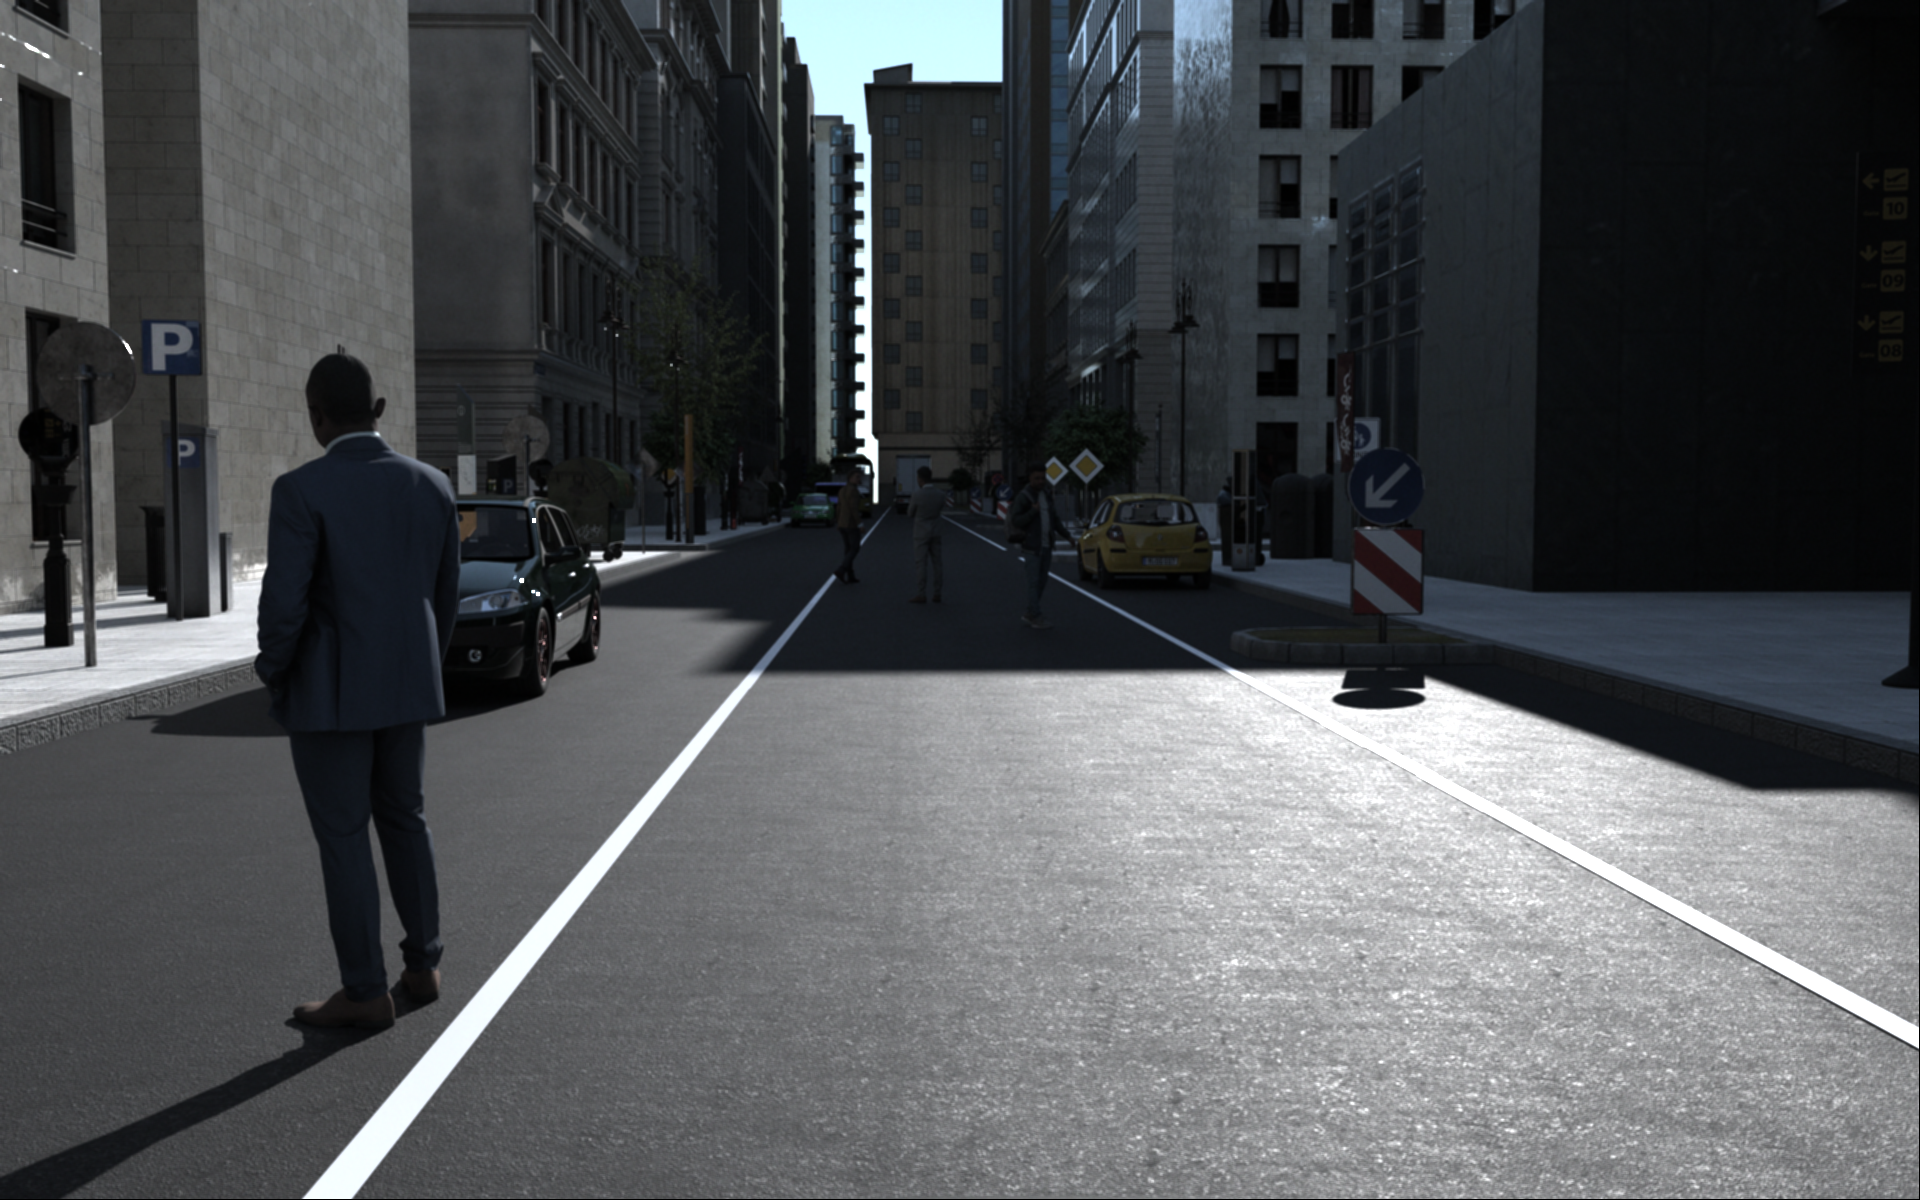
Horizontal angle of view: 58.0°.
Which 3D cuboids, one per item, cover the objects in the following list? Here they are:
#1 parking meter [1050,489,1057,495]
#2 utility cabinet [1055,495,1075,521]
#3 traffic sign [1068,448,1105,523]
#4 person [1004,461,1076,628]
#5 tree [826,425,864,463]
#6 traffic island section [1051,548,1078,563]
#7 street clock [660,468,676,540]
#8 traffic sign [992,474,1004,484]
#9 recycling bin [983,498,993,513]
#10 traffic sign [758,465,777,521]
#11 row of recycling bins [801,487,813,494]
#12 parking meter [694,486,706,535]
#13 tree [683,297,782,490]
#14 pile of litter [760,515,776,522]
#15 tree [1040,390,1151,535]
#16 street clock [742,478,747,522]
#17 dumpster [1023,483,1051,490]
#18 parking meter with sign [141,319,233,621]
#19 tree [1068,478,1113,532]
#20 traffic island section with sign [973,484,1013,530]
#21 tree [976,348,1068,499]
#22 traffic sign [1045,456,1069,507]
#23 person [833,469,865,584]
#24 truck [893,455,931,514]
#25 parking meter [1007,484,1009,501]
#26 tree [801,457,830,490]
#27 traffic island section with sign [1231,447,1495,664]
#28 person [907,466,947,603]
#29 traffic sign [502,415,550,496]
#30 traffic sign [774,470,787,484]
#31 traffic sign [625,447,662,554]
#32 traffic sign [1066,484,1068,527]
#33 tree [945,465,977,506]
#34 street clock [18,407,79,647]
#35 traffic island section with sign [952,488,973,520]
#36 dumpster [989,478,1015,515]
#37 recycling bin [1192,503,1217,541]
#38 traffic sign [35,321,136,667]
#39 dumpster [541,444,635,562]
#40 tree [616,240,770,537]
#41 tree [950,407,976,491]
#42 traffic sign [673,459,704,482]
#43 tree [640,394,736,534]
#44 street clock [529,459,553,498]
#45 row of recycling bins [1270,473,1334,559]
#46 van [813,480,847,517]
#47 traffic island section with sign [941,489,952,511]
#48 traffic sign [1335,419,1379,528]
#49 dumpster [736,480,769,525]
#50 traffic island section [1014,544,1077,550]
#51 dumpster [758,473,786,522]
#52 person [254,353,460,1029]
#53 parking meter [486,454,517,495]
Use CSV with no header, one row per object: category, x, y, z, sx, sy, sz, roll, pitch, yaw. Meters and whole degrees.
parking meter,4.580,-4.668,84.727,0.372,1.533,0.369,0,3,0
utility cabinet,4.926,-4.345,82.207,1.020,1.237,0.306,-1,4,-21
traffic sign,2.734,-2.073,37.532,0.795,2.450,0.064,0,4,-2
person,0.823,-0.596,18.592,0.721,1.781,0.623,2,4,34
tree,-12.179,-14.236,183.125,4.360,8.622,3.978,0,3,0
traffic island section,2.757,-0.938,37.610,2.009,0.180,2.903,0,4,-2
street clock,-8.108,-2.674,48.296,0.471,2.002,0.358,-1,4,-14
traffic sign,2.366,-6.577,107.638,0.768,2.556,0.104,0,4,3
recycling bin,1.891,-6.322,115.913,0.722,1.027,0.722,0,4,1
traffic sign,-8.512,-4.680,76.526,0.884,2.594,0.081,0,4,2
row of recycling bins,-9.503,-5.985,104.969,1.069,1.692,3.534,0,4,1
parking meter,-8.084,-2.777,53.812,0.372,1.533,0.369,0,3,0
tree,-8.862,-7.046,65.558,4.360,8.622,3.978,0,3,0
pile of litter,-9.129,-4.111,81.179,1.176,0.858,1.719,1,4,10
tree,4.312,-4.343,54.724,4.285,4.588,4.351,0,3,0
street clock,-9.771,-4.535,78.723,0.358,2.002,0.471,-1,4,-9
dumpster,3.534,-4.498,79.300,1.264,1.857,1.865,0,4,-2
parking meter with sign,-8.073,-1.345,18.245,0.543,3.016,1.738,-1,4,-12
tree,4.502,-3.896,58.299,1.663,3.219,1.824,0,3,0
traffic island section with sign,1.651,-3.764,70.175,1.989,1.847,2.006,0,4,-2
tree,3.389,-8.336,86.649,4.360,8.622,3.978,0,3,0
traffic sign,2.462,-2.561,45.513,0.795,2.450,0.064,0,4,-2
person,-1.754,-1.180,27.706,0.656,1.842,0.836,2,4,26
truck,-3.512,-8.532,128.409,2.839,4.237,11.283,0,4,-2
parking meter,2.696,-5.899,102.167,0.255,1.863,0.399,-2,4,-28
tree,-12.243,-10.260,151.465,4.285,4.588,4.351,0,3,0
traffic island section with sign,3.508,-0.424,15.558,1.989,1.847,2.006,0,4,-2
person,-0.464,-0.877,23.016,0.511,1.800,0.466,-3,5,-42
traffic sign,-7.000,-1.704,27.964,0.768,2.556,0.104,0,4,-1
traffic sign,-9.337,-5.475,89.624,0.768,2.556,0.104,0,4,7
traffic sign,-6.806,-2.054,37.229,0.795,2.450,0.064,0,4,-2
traffic sign,4.114,-4.071,66.665,0.768,2.556,0.104,0,4,0
tree,0.058,-12.427,186.902,4.285,4.588,4.351,0,3,0
street clock,-7.611,-0.612,14.576,0.471,2.002,0.358,-1,4,-15
traffic island section with sign,0.730,-5.412,97.115,1.989,1.847,2.006,0,4,-2
dumpster,2.560,-6.300,105.503,1.502,2.255,1.985,0,4,-2
recycling bin,6.647,-2.162,47.906,0.722,1.027,0.722,-1,4,-12
traffic sign,-6.471,-0.778,12.820,0.768,2.556,0.104,0,4,3
dumpster,-7.161,-1.888,33.369,1.502,2.255,1.985,0,4,-2
tree,-8.051,-6.154,50.985,4.737,8.622,4.395,0,3,0
tree,1.367,-11.720,141.980,4.360,8.622,3.978,0,3,0
traffic sign,-7.078,-2.542,45.209,0.795,2.450,0.064,0,4,-2
tree,-8.875,-4.441,56.329,4.285,4.588,4.351,0,3,0
street clock,-8.600,-1.898,35.598,0.358,2.002,0.471,3,5,41
row of recycling bins,7.688,-1.719,35.216,3.534,1.692,1.069,-3,5,-39
van,-6.652,-5.237,90.015,2.240,2.365,5.245,0,4,-1
traffic island section with sign,-0.976,-8.481,147.287,1.989,1.847,2.006,0,4,-2
traffic sign,5.326,-1.295,23.303,0.606,2.300,0.079,0,4,3
dumpster,-8.540,-4.009,71.313,1.264,1.857,1.865,0,4,-2
traffic island section,2.485,-1.426,45.591,2.009,0.180,2.903,0,4,-2
dumpster,-8.732,-4.678,78.972,1.502,2.255,1.985,0,4,-2
person,-1.605,0.243,4.702,0.419,1.800,0.721,2,4,27
parking meter,-6.692,-1.199,25.317,0.255,1.863,0.399,3,4,36
